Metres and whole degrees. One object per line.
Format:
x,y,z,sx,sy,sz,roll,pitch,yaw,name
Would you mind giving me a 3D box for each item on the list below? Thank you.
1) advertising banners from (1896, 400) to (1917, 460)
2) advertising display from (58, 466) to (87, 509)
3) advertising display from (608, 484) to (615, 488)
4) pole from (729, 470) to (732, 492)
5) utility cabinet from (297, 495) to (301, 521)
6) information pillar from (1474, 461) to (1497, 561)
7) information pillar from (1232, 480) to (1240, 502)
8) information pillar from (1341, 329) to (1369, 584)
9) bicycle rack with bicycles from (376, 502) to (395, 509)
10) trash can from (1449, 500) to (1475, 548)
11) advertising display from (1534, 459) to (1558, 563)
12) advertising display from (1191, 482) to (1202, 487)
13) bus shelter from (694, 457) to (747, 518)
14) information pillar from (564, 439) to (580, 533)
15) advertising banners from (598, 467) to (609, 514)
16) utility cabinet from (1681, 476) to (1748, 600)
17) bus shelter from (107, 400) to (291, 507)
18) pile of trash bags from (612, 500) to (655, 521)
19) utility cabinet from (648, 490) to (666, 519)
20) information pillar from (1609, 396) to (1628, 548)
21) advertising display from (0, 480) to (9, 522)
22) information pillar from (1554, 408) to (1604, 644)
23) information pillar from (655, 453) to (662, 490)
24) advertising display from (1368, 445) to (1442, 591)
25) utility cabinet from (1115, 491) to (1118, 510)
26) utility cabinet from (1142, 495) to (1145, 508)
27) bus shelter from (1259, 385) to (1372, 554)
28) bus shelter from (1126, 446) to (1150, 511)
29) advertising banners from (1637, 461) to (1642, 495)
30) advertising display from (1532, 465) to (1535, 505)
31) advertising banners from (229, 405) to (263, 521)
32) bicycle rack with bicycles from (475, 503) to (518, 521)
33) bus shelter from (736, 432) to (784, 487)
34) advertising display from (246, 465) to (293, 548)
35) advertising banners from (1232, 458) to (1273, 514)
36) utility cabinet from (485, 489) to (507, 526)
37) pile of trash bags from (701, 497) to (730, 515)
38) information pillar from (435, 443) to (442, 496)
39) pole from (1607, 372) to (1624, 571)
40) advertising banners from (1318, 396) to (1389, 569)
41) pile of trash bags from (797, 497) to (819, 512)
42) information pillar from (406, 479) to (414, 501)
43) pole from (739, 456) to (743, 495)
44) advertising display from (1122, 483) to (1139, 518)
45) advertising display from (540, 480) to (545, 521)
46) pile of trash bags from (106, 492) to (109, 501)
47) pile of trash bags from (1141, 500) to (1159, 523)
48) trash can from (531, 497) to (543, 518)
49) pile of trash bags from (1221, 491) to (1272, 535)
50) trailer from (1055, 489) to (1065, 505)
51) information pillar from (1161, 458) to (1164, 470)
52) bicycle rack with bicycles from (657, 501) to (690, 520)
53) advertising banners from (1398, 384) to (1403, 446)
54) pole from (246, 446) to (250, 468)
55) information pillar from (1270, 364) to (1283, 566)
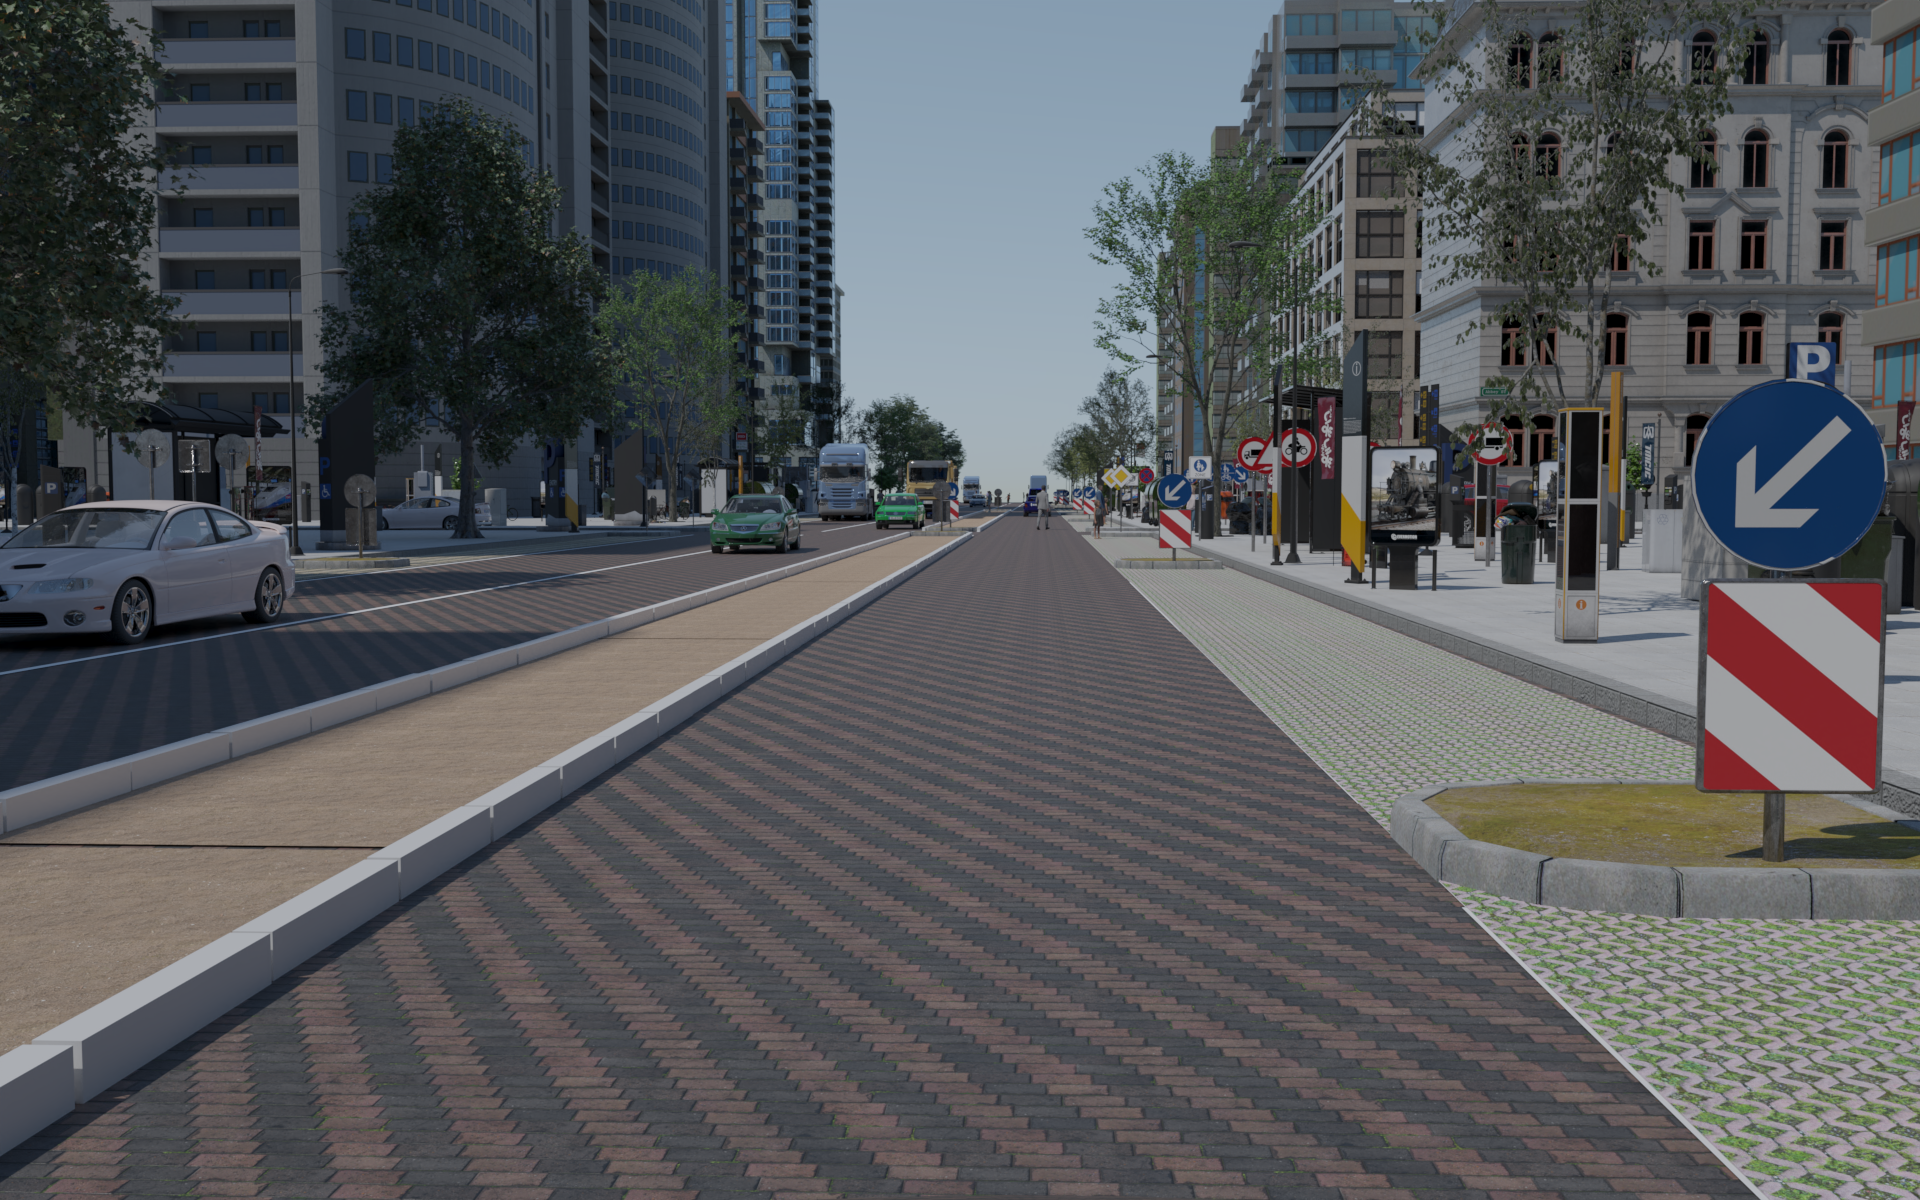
17.022,-2.199,32.138,2.074,3.025,0.090,-2,4,-26,advertising banners
-20.898,-2.178,40.829,0.123,1.923,0.974,0,4,4,advertising display
-23.251,-6.766,115.842,0.123,1.923,0.974,3,5,43,advertising display
-17.461,-8.450,131.995,0.158,3.312,0.155,0,3,0,pole
-31.895,-4.405,83.177,0.306,1.237,1.020,-2,4,-31,utility cabinet
10.044,-1.749,33.093,0.304,2.012,0.304,3,5,41,information pillar
14.239,-5.186,89.282,0.304,2.012,0.304,3,4,37,information pillar
5.658,-2.047,24.824,0.183,3.616,0.504,-1,4,-23,information pillar
-27.634,-4.088,80.221,2.925,0.926,2.852,0,4,-1,bicycle rack with bicycles
11.971,-1.796,41.019,0.748,1.137,0.748,0,3,0,trash can
11.101,-1.650,32.196,0.123,1.923,0.974,-1,4,-22,advertising display
12.600,-5.406,93.598,0.974,1.923,0.123,-1,4,-10,advertising display
-13.307,-6.279,96.592,2.014,3.302,5.546,0,4,3,bus shelter
-12.862,-4.036,57.350,0.183,3.616,0.504,3,4,36,information pillar
-23.286,-7.158,113.217,0.090,3.025,2.074,-2,4,-29,advertising banners
8.935,-0.722,20.483,0.318,1.500,1.173,0,4,1,utility cabinet
-17.683,-2.829,40.185,2.014,3.302,5.546,0,4,3,bus shelter
-15.528,-4.393,81.585,1.912,1.369,3.447,0,4,4,pile of trash bags
-15.673,-4.887,88.589,1.173,1.500,0.318,-1,4,-17,utility cabinet
15.754,-3.065,41.471,0.183,3.616,0.504,-1,4,-22,information pillar
-44.498,-4.588,80.227,0.974,1.923,0.123,1,4,16,advertising display
5.324,-0.637,14.911,0.304,2.012,0.304,0,4,5,information pillar
-17.388,-6.644,99.992,0.183,3.616,0.504,2,4,30,information pillar
5.941,-1.097,23.150,0.974,1.923,0.123,3,4,37,advertising display
12.789,-8.101,141.127,0.318,1.500,1.173,-1,4,-15,utility cabinet
9.221,-4.391,82.955,1.020,1.237,0.306,3,4,39,utility cabinet
8.183,-2.994,40.242,1.731,3.624,6.357,0,4,3,bus shelter
13.243,-9.475,132.556,2.179,5.291,8.768,0,4,3,bus shelter
30.180,-5.009,78.091,2.074,3.025,0.090,-2,4,-26,advertising banners
12.592,-1.928,36.737,0.123,1.923,0.974,-3,5,-40,advertising display
-13.769,-2.282,33.493,0.090,3.025,2.074,0,4,-5,advertising banners
-22.490,-4.216,82.314,2.925,0.926,2.852,-2,4,-25,bicycle rack with bicycles
-13.299,-8.393,114.851,2.179,5.291,8.768,0,4,3,bus shelter
-15.616,-2.079,39.209,0.974,1.923,0.123,-2,4,-30,advertising display
14.288,-5.399,84.460,2.074,3.025,0.090,2,4,24,advertising banners
-18.595,-3.711,69.349,0.318,1.500,1.173,-3,5,-44,utility cabinet
-14.745,-5.789,104.397,1.912,1.369,3.447,-1,4,-21,pile of trash bags
-24.124,-5.433,80.178,0.504,3.616,0.183,3,5,41,information pillar
10.984,-2.152,29.033,0.158,3.312,0.155,0,3,0,pole
6.905,-2.094,30.433,0.090,3.025,2.074,-2,4,-25,advertising banners
-11.142,-6.994,124.107,1.912,1.369,3.447,1,4,18,pile of trash bags
-25.990,-4.735,81.917,0.304,2.012,0.304,-2,4,-33,information pillar
-11.659,-6.014,92.167,0.158,3.312,0.155,0,3,0,pole
9.089,-5.357,92.797,0.974,1.923,0.123,1,4,21,advertising display
-19.151,-4.635,80.999,0.974,1.923,0.123,0,4,4,advertising display
-69.382,-8.144,142.912,1.912,1.369,3.447,3,5,41,pile of trash bags
9.616,-4.076,76.403,3.447,1.369,1.912,1,4,15,pile of trash bags
-22.727,-4.983,93.117,0.748,1.137,0.748,0,3,0,trash can
9.311,-2.801,55.552,1.912,1.369,3.447,-2,4,-27,pile of trash bags
12.036,-12.232,207.043,1.471,1.999,3.904,0,4,1,trailer
13.332,-7.505,114.065,0.183,3.616,0.504,-1,4,-10,information pillar
-14.731,-4.435,85.902,2.925,0.926,2.852,-3,4,-38,bicycle rack with bicycles
6.925,-1.890,27.083,0.090,3.025,2.074,1,4,12,advertising banners
-29.969,-4.839,72.964,0.158,3.312,0.155,0,3,0,pole
5.688,-2.428,31.047,0.183,3.616,0.504,1,4,19,information pillar
